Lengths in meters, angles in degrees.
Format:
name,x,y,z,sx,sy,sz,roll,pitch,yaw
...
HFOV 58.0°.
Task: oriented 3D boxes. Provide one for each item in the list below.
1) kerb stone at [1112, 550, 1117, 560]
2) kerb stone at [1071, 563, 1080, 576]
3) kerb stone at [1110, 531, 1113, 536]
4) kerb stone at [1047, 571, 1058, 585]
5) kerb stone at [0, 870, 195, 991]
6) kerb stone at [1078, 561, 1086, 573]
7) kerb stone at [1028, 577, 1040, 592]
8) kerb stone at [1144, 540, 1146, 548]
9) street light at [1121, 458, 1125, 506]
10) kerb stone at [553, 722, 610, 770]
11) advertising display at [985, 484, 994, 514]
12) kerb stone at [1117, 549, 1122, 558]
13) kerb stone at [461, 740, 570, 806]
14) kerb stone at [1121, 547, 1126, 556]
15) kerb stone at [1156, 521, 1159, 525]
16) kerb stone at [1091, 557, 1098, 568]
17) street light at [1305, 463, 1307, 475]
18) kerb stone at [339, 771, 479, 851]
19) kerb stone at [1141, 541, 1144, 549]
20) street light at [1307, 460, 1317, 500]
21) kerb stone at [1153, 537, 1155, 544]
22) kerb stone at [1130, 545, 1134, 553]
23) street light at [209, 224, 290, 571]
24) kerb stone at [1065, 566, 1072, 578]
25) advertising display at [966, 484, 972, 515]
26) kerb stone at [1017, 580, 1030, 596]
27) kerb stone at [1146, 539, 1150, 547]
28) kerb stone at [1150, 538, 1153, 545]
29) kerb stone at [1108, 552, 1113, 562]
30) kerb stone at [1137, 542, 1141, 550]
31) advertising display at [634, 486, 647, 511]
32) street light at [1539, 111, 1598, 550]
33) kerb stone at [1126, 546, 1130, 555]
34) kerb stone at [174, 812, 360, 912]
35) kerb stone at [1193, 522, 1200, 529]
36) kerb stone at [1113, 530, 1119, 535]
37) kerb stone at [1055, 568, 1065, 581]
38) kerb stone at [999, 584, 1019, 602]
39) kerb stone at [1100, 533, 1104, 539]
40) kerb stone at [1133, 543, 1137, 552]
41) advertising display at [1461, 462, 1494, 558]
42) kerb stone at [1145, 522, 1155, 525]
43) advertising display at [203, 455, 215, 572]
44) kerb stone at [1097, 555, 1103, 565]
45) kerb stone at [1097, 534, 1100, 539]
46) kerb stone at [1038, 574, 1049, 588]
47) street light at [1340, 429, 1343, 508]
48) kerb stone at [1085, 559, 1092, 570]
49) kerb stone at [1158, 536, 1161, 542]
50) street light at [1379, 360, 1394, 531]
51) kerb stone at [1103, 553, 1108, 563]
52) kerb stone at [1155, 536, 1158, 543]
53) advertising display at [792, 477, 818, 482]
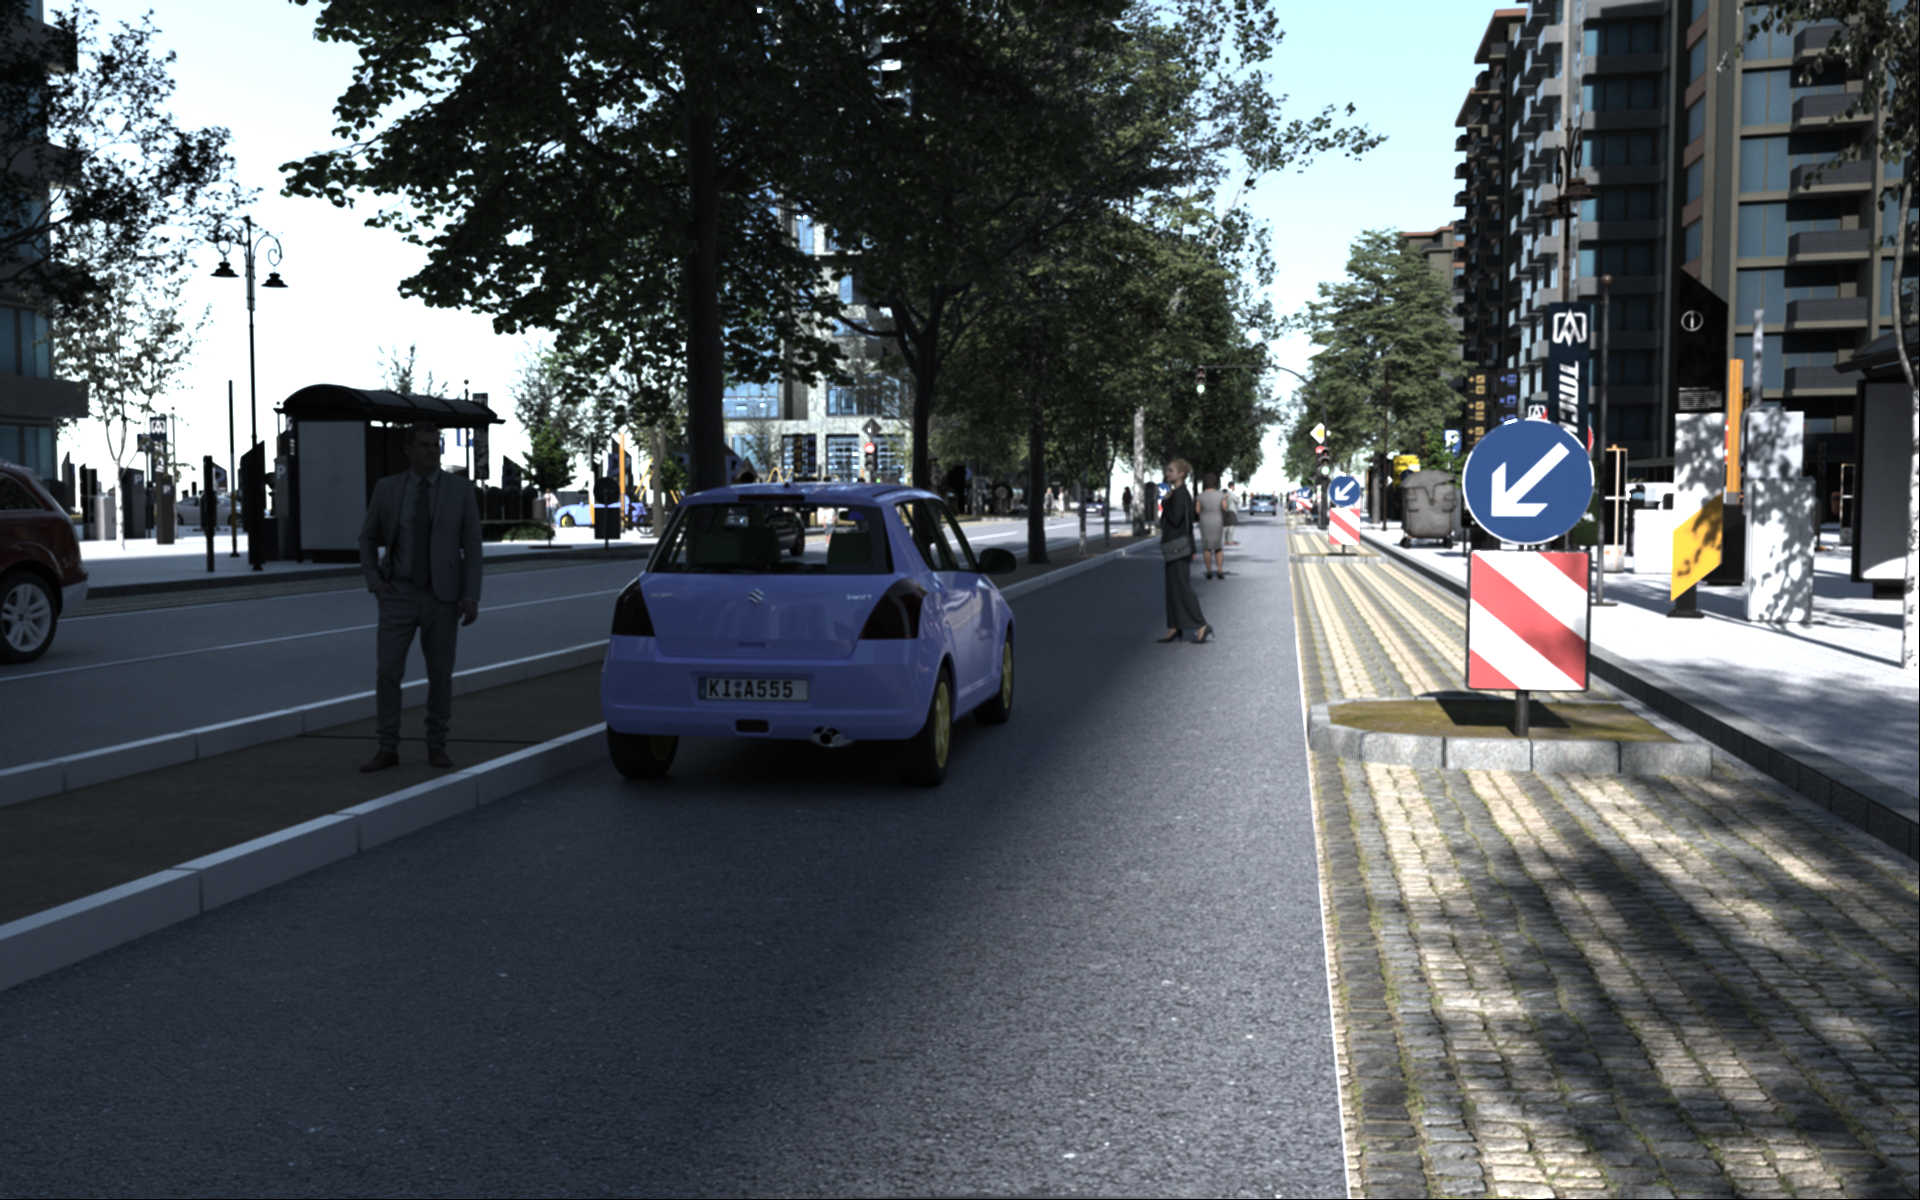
name,x,y,z,sx,sy,sz,roll,pitch,yaw
kerb stone,3.264,-0.948,37.708,0.120,0.150,1.000,1,4,11
kerb stone,1.953,-0.511,30.640,0.120,0.150,1.000,1,4,11
kerb stone,4.962,-2.204,58.232,0.120,0.150,1.000,1,4,11
kerb stone,1.396,-0.332,27.620,0.120,0.150,1.000,1,4,11
kerb stone,-2.746,1.028,5.428,0.120,0.150,1.000,1,4,11
kerb stone,2.146,-0.574,31.644,0.120,0.150,1.000,1,4,11
kerb stone,1.013,-0.208,25.596,0.120,0.150,1.000,1,4,11
kerb stone,4.762,-1.442,45.768,0.120,0.150,1.000,1,4,11
street light,17.501,-13.032,185.856,0.468,5.910,1.993,1,4,11
kerb stone,-1.990,0.779,9.466,0.120,0.150,1.000,1,4,11
advertising display,2.027,-6.603,113.167,0.974,1.923,0.123,0,4,1
kerb stone,3.460,-1.010,38.711,0.120,0.150,1.000,1,4,11
kerb stone,-2.175,0.841,8.453,0.120,0.150,1.000,1,4,11
kerb stone,3.638,-1.069,39.718,0.120,0.150,1.000,1,4,11
kerb stone,9.004,-3.529,79.901,0.120,0.150,1.000,1,4,11
kerb stone,2.515,-0.701,33.658,0.120,0.150,1.000,1,4,11
street light,52.032,-17.577,260.165,0.468,5.910,1.993,1,4,11
kerb stone,-2.366,0.902,7.448,0.120,0.150,1.000,1,4,11
kerb stone,4.583,-1.380,44.762,0.120,0.150,1.000,1,4,11
street light,44.139,-14.943,217.109,0.468,5.910,1.993,1,4,11
kerb stone,5.332,-1.626,48.797,0.120,0.150,1.000,1,4,11
kerb stone,4.022,-1.195,41.734,0.120,0.150,1.000,1,4,11
street light,-11.773,-3.429,28.850,0.468,5.910,1.993,1,4,11
kerb stone,1.762,-0.452,29.633,0.120,0.150,1.000,1,4,11
advertising display,0.571,-6.254,107.460,0.123,1.923,0.974,1,4,18
kerb stone,0.826,-0.146,24.590,0.120,0.150,1.000,1,4,11
kerb stone,4.957,-1.503,46.781,0.120,0.150,1.000,1,4,11
kerb stone,5.146,-1.565,47.788,0.120,0.150,1.000,1,4,11
kerb stone,3.083,-0.887,36.695,0.120,0.150,1.000,1,4,11
kerb stone,4.397,-1.319,43.757,0.120,0.150,1.000,1,4,11
advertising display,-24.398,-7.768,132.223,0.974,1.923,0.123,1,4,14
street light,7.486,-2.976,21.450,0.468,5.910,1.993,1,4,11
kerb stone,3.842,-1.133,40.728,0.120,0.150,1.000,1,4,11
kerb stone,-2.559,0.964,6.433,0.120,0.150,1.000,1,4,11
kerb stone,10.313,-3.251,75.494,0.120,0.150,1.000,1,4,11
kerb stone,5.334,-2.327,60.258,0.120,0.150,1.000,1,4,11
kerb stone,1.577,-0.393,28.627,0.120,0.150,1.000,1,4,11
kerb stone,0.639,-0.085,23.585,0.120,0.150,1.000,1,4,11
kerb stone,4.392,-2.019,55.199,0.120,0.150,1.000,1,4,11
kerb stone,4.207,-1.257,42.739,0.120,0.150,1.000,1,4,11
advertising display,10.363,-1.795,34.570,0.123,1.923,0.974,-1,4,-22
kerb stone,8.430,-3.339,76.873,0.120,0.150,1.000,1,4,11
advertising display,-12.501,-1.444,28.829,0.123,1.923,0.974,-2,4,-25
kerb stone,2.704,-0.762,34.677,0.120,0.150,1.000,1,4,11
kerb stone,4.198,-1.957,54.192,0.120,0.150,1.000,1,4,11
kerb stone,1.200,-0.265,26.617,0.120,0.150,1.000,1,4,11
street light,22.782,-7.974,103.167,0.468,5.910,1.993,1,4,11
kerb stone,2.331,-0.639,32.649,0.120,0.150,1.000,1,4,11
kerb stone,5.719,-1.743,50.805,0.120,0.150,1.000,1,4,11
street light,14.692,-5.319,59.761,0.468,5.910,1.993,1,4,11
kerb stone,2.887,-0.825,35.683,0.120,0.150,1.000,1,4,11
kerb stone,5.520,-1.686,49.802,0.120,0.150,1.000,1,4,11
advertising display,-5.833,-3.667,65.174,0.974,1.923,0.123,0,4,-7
